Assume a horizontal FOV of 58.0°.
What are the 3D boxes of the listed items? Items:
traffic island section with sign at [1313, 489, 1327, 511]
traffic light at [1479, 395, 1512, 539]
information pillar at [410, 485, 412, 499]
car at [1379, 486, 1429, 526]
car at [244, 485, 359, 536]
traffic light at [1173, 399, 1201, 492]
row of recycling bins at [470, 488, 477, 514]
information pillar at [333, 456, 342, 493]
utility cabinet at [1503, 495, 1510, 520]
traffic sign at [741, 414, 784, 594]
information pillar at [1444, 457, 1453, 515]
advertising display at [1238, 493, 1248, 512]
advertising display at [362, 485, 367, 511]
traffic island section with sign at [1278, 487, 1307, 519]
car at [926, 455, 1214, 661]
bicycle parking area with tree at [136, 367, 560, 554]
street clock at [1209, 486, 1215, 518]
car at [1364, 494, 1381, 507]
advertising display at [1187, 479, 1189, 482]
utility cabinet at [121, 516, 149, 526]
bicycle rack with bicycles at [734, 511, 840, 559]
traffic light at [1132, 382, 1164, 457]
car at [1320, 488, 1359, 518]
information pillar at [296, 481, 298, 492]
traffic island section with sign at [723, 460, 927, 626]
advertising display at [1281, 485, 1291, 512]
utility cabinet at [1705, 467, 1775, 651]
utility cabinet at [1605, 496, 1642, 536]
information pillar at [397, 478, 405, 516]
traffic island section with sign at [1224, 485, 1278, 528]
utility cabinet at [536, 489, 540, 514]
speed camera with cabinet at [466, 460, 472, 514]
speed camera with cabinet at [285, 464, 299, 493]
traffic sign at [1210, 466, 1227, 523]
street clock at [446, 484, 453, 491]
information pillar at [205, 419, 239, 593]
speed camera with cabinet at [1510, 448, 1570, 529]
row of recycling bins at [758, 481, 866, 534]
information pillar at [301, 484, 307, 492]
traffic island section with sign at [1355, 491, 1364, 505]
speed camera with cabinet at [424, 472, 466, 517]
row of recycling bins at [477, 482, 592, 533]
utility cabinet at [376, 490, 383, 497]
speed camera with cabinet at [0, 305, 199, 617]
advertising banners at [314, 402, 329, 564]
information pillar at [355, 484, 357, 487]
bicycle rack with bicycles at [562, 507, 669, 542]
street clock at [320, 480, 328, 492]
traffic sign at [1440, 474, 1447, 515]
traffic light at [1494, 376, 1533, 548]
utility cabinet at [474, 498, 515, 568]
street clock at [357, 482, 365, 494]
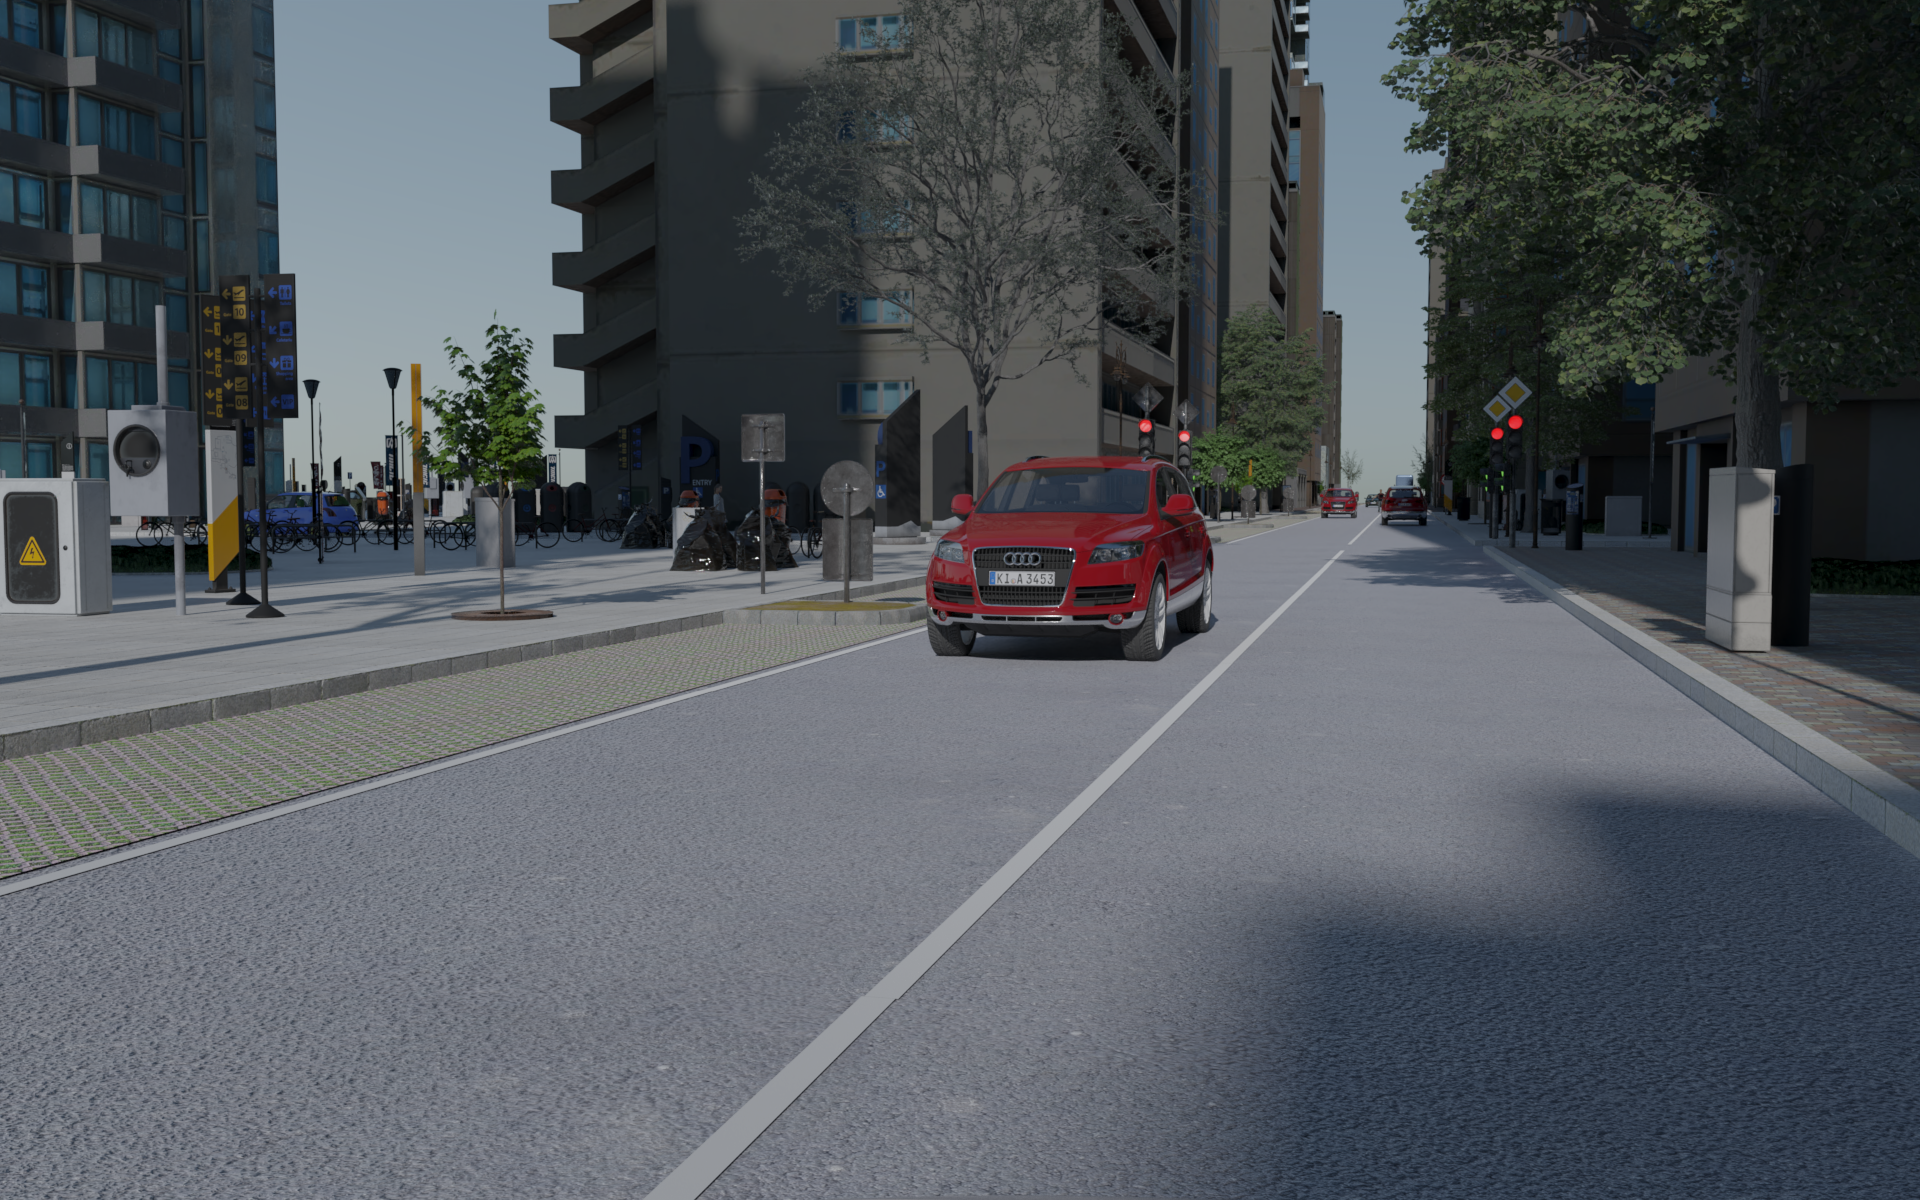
[{"bbox_3d":[31.084,-8.477,147.227,1.989,1.847,2.006,1,4,14],"label":"traffic island section with sign"},{"bbox_3d":[15.181,-3.681,49.108,0.839,4.253,0.868,1,4,14],"label":"traffic light"},{"bbox_3d":[-43.281,-8.052,136.147,0.304,2.012,0.304,1,4,15],"label":"information pillar"},{"bbox_3d":[20.570,-4.378,80.256,2.281,1.827,5.304,1,4,14],"label":"car"},{"bbox_3d":[-20.455,-2.674,53.309,3.694,1.707,1.945,1,4,13],"label":"car"},{"bbox_3d":[6.686,-3.812,51.248,0.839,4.253,0.868,1,4,14],"label":"traffic light"},{"bbox_3d":[-25.937,-5.367,94.858,1.069,1.692,3.534,0,4,1],"label":"row of recycling bins"},{"bbox_3d":[-37.920,-6.989,105.627,0.504,3.616,0.183,0,4,-4],"label":"information pillar"},{"bbox_3d":[26.747,-4.480,84.404,0.306,1.237,1.020,0,4,3],"label":"utility cabinet"},{"bbox_3d":[-2.521,-1.223,22.126,0.606,2.300,0.079,1,4,20],"label":"traffic sign"},{"bbox_3d":[29.454,-6.913,104.385,0.504,3.616,0.183,2,4,27],"label":"information pillar"},{"bbox_3d":[20.133,-7.183,122.654,0.974,1.923,0.123,3,4,39],"label":"advertising display"},{"bbox_3d":[-44.245,-7.521,128.187,0.123,1.923,0.974,1,4,13],"label":"advertising display"},{"bbox_3d":[18.973,-5.569,99.689,1.989,1.847,2.006,1,4,14],"label":"traffic island section with sign"},{"bbox_3d":[1.201,-0.491,16.696,2.281,1.827,5.304,1,4,15],"label":"car"},{"bbox_3d":[-14.689,-3.324,41.356,9.016,4.147,8.231,-2,4,-27],"label":"bicycle parking area with tree"},{"bbox_3d":[13.276,-5.294,91.132,0.471,2.002,0.358,3,4,38],"label":"street clock"},{"bbox_3d":[44.727,-10.854,187.244,2.009,1.686,4.222,1,4,14],"label":"car"},{"bbox_3d":[8.613,-3.730,66.196,0.123,1.923,0.974,1,4,20],"label":"advertising display"},{"bbox_3d":[-33.067,-3.564,69.436,1.020,1.237,0.306,0,4,6],"label":"utility cabinet"},{"bbox_3d":[-3.214,-1.372,35.818,2.852,0.926,2.925,2,4,28],"label":"bicycle rack with bicycles"},{"bbox_3d":[4.714,-3.339,43.509,0.839,4.253,0.868,1,4,14],"label":"traffic light"},{"bbox_3d":[22.702,-5.806,103.603,2.281,1.827,5.304,1,4,14],"label":"car"},{"bbox_3d":[-37.898,-5.762,98.695,0.304,2.012,0.304,-2,4,-24],"label":"information pillar"},{"bbox_3d":[-1.416,-0.678,19.715,1.989,1.847,2.006,1,4,14],"label":"traffic island section with sign"},{"bbox_3d":[23.454,-7.297,124.527,0.974,1.923,0.123,-3,5,-41],"label":"advertising display"},{"bbox_3d":[6.516,-0.354,14.465,0.318,1.500,1.173,1,4,14],"label":"utility cabinet"},{"bbox_3d":[20.188,-2.541,52.709,1.020,1.237,0.306,1,4,9],"label":"utility cabinet"},{"bbox_3d":[-26.383,-4.723,81.719,0.304,2.012,0.304,1,4,23],"label":"information pillar"},{"bbox_3d":[12.270,-3.963,73.420,1.989,1.847,2.006,1,4,14],"label":"traffic island section with sign"},{"bbox_3d":[-18.798,-4.247,78.114,1.173,1.500,0.318,0,4,7],"label":"utility cabinet"},{"bbox_3d":[-28.211,-6.356,98.258,0.660,3.252,2.038,-3,4,-36],"label":"speed camera with cabinet"},{"bbox_3d":[-43.486,-7.347,114.451,2.038,3.252,0.660,1,4,10],"label":"speed camera with cabinet"},{"bbox_3d":[11.549,-4.727,77.387,0.768,2.556,0.104,1,4,20],"label":"traffic sign"},{"bbox_3d":[-37.320,-7.471,126.726,0.358,2.002,0.471,3,5,43],"label":"street clock"},{"bbox_3d":[-9.593,-1.906,22.510,0.183,3.616,0.504,2,4,25],"label":"information pillar"},{"bbox_3d":[21.225,-4.222,63.361,2.038,3.252,0.660,0,4,-7],"label":"speed camera with cabinet"},{"bbox_3d":[-4.838,-3.036,56.759,3.534,1.692,1.069,-1,4,-11],"label":"row of recycling bins"},{"bbox_3d":[-50.065,-7.812,132.214,0.304,2.012,0.304,0,4,-7],"label":"information pillar"},{"bbox_3d":[58.402,-15.037,254.489,1.989,1.847,2.006,1,4,14],"label":"traffic island section with sign"},{"bbox_3d":[-28.484,-6.185,95.455,2.038,3.252,0.660,-3,4,-37],"label":"speed camera with cabinet"},{"bbox_3d":[-14.049,-3.087,57.586,3.534,1.692,1.069,-2,4,-24],"label":"row of recycling bins"},{"bbox_3d":[-33.311,-5.549,99.403,0.318,1.500,1.173,-1,4,-22],"label":"utility cabinet"},{"bbox_3d":[-9.103,-1.461,18.227,2.038,3.252,0.660,1,4,11],"label":"speed camera with cabinet"},{"bbox_3d":[-12.042,-2.227,32.605,0.090,3.025,2.074,-1,4,-18],"label":"advertising banners"},{"bbox_3d":[-42.760,-7.254,123.099,0.304,2.012,0.304,-3,5,-41],"label":"information pillar"},{"bbox_3d":[-9.004,-2.054,46.958,2.925,0.926,2.852,0,4,7],"label":"bicycle rack with bicycles"},{"bbox_3d":[-32.436,-5.125,88.362,0.358,2.002,0.471,0,4,4],"label":"street clock"},{"bbox_3d":[30.305,-6.597,107.970,0.768,2.556,0.104,1,4,16],"label":"traffic sign"},{"bbox_3d":[13.209,-3.208,41.369,0.839,4.253,0.868,1,4,14],"label":"traffic light"},{"bbox_3d":[-8.206,-1.189,30.596,0.306,1.237,1.020,-3,5,-40],"label":"utility cabinet"},{"bbox_3d":[-35.149,-5.940,101.690,0.471,2.002,0.358,-1,4,-21],"label":"street clock"}]
